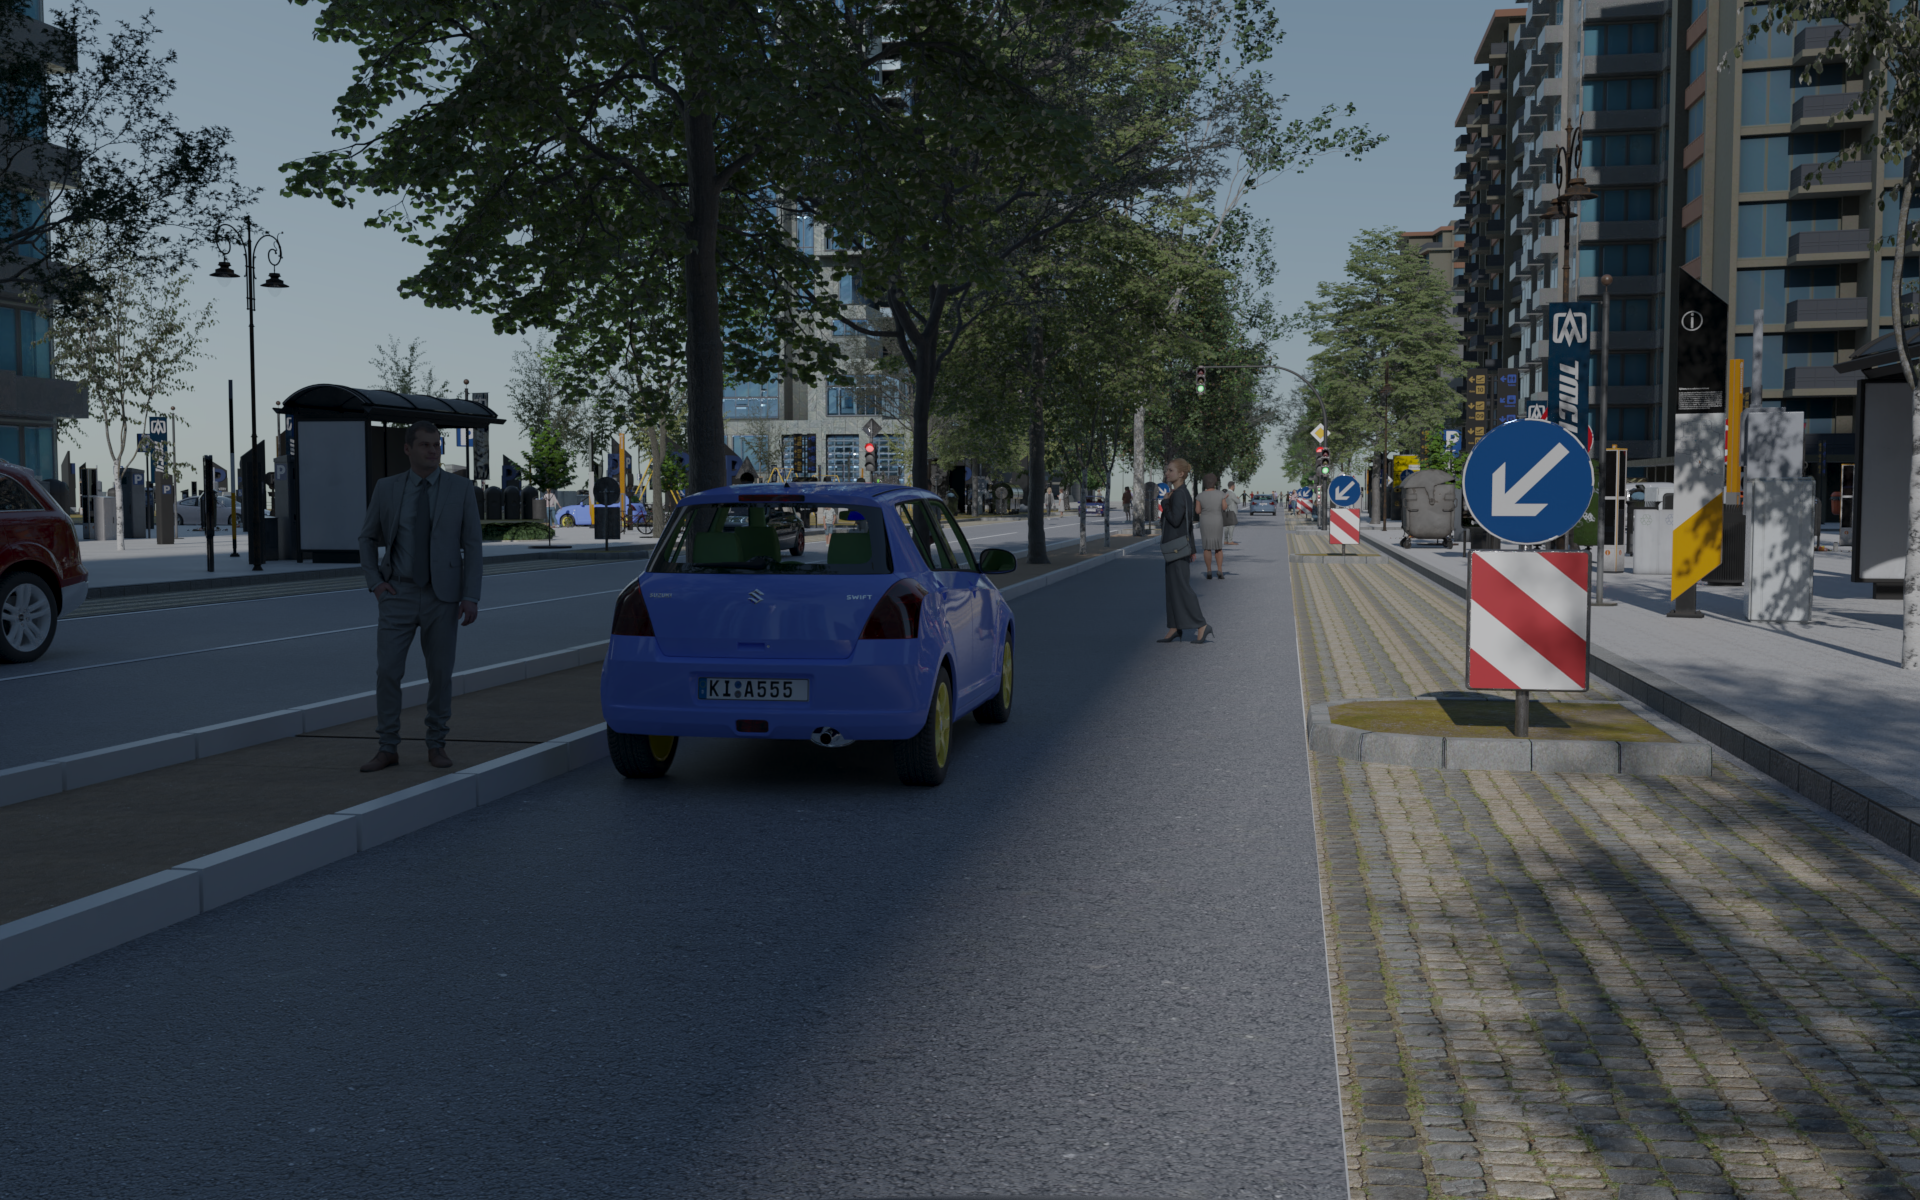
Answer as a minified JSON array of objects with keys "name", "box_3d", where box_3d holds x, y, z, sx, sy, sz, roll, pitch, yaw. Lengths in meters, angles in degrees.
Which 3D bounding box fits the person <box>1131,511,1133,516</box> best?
[{"name":"person","box_3d":[11.876,-6.520,115.326,0.699,1.804,1.509,3,4,39]}]

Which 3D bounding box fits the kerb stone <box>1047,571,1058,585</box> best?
[{"name":"kerb stone","box_3d":[1.396,-0.332,27.620,0.120,0.150,1.000,1,4,11]}]

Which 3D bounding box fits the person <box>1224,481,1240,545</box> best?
[{"name":"person","box_3d":[7.717,-2.462,48.932,0.466,1.800,0.511,-2,4,-29]}]

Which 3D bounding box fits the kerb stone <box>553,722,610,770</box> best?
[{"name":"kerb stone","box_3d":[-1.990,0.779,9.466,0.120,0.150,1.000,1,4,11]}]

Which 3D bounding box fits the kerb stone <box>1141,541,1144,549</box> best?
[{"name":"kerb stone","box_3d":[4.583,-1.380,44.762,0.120,0.150,1.000,1,4,11]}]

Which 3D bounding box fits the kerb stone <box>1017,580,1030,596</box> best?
[{"name":"kerb stone","box_3d":[0.826,-0.146,24.590,0.120,0.150,1.000,1,4,11]}]

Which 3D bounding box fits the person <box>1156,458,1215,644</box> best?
[{"name":"person","box_3d":[2.152,-0.474,16.677,0.534,1.772,0.576,0,4,-7]}]

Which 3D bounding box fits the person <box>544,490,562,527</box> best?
[{"name":"person","box_3d":[-16.096,-3.637,68.639,0.598,1.740,0.731,3,5,43]}]

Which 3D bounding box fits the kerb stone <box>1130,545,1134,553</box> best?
[{"name":"kerb stone","box_3d":[4.022,-1.195,41.734,0.120,0.150,1.000,1,4,11]}]

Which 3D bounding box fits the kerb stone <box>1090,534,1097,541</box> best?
[{"name":"kerb stone","box_3d":[4.017,-1.895,53.185,0.120,0.150,1.000,1,4,11]}]

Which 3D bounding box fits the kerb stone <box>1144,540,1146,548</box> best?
[{"name":"kerb stone","box_3d":[4.762,-1.442,45.768,0.120,0.150,1.000,1,4,11]}]

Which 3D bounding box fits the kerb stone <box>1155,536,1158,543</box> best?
[{"name":"kerb stone","box_3d":[5.520,-1.686,49.802,0.120,0.150,1.000,1,4,11]}]

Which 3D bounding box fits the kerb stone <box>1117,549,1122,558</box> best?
[{"name":"kerb stone","box_3d":[3.460,-1.010,38.711,0.120,0.150,1.000,1,4,11]}]

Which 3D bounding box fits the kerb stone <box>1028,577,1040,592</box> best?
[{"name":"kerb stone","box_3d":[1.013,-0.208,25.596,0.120,0.150,1.000,1,4,11]}]

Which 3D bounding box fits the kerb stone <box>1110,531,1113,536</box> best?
[{"name":"kerb stone","box_3d":[4.962,-2.204,58.232,0.120,0.150,1.000,1,4,11]}]

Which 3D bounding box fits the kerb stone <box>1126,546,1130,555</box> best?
[{"name":"kerb stone","box_3d":[3.842,-1.133,40.728,0.120,0.150,1.000,1,4,11]}]

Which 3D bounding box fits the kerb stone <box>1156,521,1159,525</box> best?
[{"name":"kerb stone","box_3d":[9.004,-3.529,79.901,0.120,0.150,1.000,1,4,11]}]

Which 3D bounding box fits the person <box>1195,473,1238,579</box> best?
[{"name":"person","box_3d":[4.317,-1.240,29.136,0.716,1.782,0.532,0,4,8]}]

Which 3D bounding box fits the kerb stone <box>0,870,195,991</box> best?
[{"name":"kerb stone","box_3d":[-2.746,1.028,5.428,0.120,0.150,1.000,1,4,11]}]

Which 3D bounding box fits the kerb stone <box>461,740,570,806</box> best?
[{"name":"kerb stone","box_3d":[-2.175,0.841,8.453,0.120,0.150,1.000,1,4,11]}]

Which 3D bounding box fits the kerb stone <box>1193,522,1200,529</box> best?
[{"name":"kerb stone","box_3d":[10.313,-3.251,75.494,0.120,0.150,1.000,1,4,11]}]

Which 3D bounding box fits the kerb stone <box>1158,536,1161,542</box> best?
[{"name":"kerb stone","box_3d":[5.719,-1.743,50.805,0.120,0.150,1.000,1,4,11]}]

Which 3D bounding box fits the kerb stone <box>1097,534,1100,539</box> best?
[{"name":"kerb stone","box_3d":[4.198,-1.957,54.192,0.120,0.150,1.000,1,4,11]}]

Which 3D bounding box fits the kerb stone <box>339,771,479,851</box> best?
[{"name":"kerb stone","box_3d":[-2.366,0.902,7.448,0.120,0.150,1.000,1,4,11]}]

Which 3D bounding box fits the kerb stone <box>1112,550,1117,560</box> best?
[{"name":"kerb stone","box_3d":[3.264,-0.948,37.708,0.120,0.150,1.000,1,4,11]}]

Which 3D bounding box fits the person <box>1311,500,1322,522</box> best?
[{"name":"person","box_3d":[18.458,-4.594,89.114,0.738,1.151,1.012,2,4,24]}]

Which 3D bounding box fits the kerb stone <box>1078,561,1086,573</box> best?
[{"name":"kerb stone","box_3d":[2.146,-0.574,31.644,0.120,0.150,1.000,1,4,11]}]

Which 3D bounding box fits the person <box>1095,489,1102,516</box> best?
[{"name":"person","box_3d":[9.192,-6.474,114.898,0.519,1.759,0.362,-3,5,-42]}]

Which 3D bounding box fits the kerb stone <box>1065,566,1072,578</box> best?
[{"name":"kerb stone","box_3d":[1.762,-0.452,29.633,0.120,0.150,1.000,1,4,11]}]

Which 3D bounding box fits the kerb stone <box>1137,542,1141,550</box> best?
[{"name":"kerb stone","box_3d":[4.397,-1.319,43.757,0.120,0.150,1.000,1,4,11]}]

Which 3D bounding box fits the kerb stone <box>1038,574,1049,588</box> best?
[{"name":"kerb stone","box_3d":[1.200,-0.265,26.617,0.120,0.150,1.000,1,4,11]}]

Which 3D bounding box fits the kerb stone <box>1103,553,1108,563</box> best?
[{"name":"kerb stone","box_3d":[2.887,-0.825,35.683,0.120,0.150,1.000,1,4,11]}]

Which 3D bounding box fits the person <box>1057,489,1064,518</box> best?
[{"name":"person","box_3d":[6.070,-5.872,105.077,0.524,1.755,0.480,2,4,26]}]

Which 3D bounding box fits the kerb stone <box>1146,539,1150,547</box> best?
[{"name":"kerb stone","box_3d":[4.957,-1.503,46.781,0.120,0.150,1.000,1,4,11]}]

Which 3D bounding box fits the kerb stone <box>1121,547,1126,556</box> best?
[{"name":"kerb stone","box_3d":[3.638,-1.069,39.718,0.120,0.150,1.000,1,4,11]}]

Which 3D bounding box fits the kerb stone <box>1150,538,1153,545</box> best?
[{"name":"kerb stone","box_3d":[5.146,-1.565,47.788,0.120,0.150,1.000,1,4,11]}]

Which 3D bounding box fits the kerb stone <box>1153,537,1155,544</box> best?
[{"name":"kerb stone","box_3d":[5.332,-1.626,48.797,0.120,0.150,1.000,1,4,11]}]

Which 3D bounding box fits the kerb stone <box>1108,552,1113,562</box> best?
[{"name":"kerb stone","box_3d":[3.083,-0.887,36.695,0.120,0.150,1.000,1,4,11]}]

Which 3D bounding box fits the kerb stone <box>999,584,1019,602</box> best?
[{"name":"kerb stone","box_3d":[0.639,-0.085,23.585,0.120,0.150,1.000,1,4,11]}]

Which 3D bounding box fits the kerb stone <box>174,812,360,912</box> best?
[{"name":"kerb stone","box_3d":[-2.559,0.964,6.433,0.120,0.150,1.000,1,4,11]}]

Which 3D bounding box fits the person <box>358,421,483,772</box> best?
[{"name":"person","box_3d":[-2.825,-0.029,9.066,0.635,1.810,0.391,-1,4,-19]}]

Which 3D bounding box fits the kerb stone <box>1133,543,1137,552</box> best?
[{"name":"kerb stone","box_3d":[4.207,-1.257,42.739,0.120,0.150,1.000,1,4,11]}]

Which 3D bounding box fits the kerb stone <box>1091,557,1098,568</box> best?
[{"name":"kerb stone","box_3d":[2.515,-0.701,33.658,0.120,0.150,1.000,1,4,11]}]

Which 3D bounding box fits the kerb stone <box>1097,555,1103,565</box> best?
[{"name":"kerb stone","box_3d":[2.704,-0.762,34.677,0.120,0.150,1.000,1,4,11]}]

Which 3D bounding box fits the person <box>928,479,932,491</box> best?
[{"name":"person","box_3d":[-0.680,-1.552,34.621,0.466,1.731,0.760,-3,5,-45]}]

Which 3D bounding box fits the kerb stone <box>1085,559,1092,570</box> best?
[{"name":"kerb stone","box_3d":[2.331,-0.639,32.649,0.120,0.150,1.000,1,4,11]}]

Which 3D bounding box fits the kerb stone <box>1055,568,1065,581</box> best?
[{"name":"kerb stone","box_3d":[1.577,-0.393,28.627,0.120,0.150,1.000,1,4,11]}]

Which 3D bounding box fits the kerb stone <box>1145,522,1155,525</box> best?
[{"name":"kerb stone","box_3d":[8.430,-3.339,76.873,0.120,0.150,1.000,1,4,11]}]

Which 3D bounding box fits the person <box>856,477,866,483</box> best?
[{"name":"person","box_3d":[-2.122,-1.692,36.509,0.624,1.780,0.694,1,4,11]}]

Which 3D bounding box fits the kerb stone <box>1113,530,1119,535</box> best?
[{"name":"kerb stone","box_3d":[5.334,-2.327,60.258,0.120,0.150,1.000,1,4,11]}]

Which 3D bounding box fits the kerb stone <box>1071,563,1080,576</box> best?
[{"name":"kerb stone","box_3d":[1.953,-0.511,30.640,0.120,0.150,1.000,1,4,11]}]

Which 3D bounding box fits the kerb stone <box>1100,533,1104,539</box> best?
[{"name":"kerb stone","box_3d":[4.392,-2.019,55.199,0.120,0.150,1.000,1,4,11]}]
